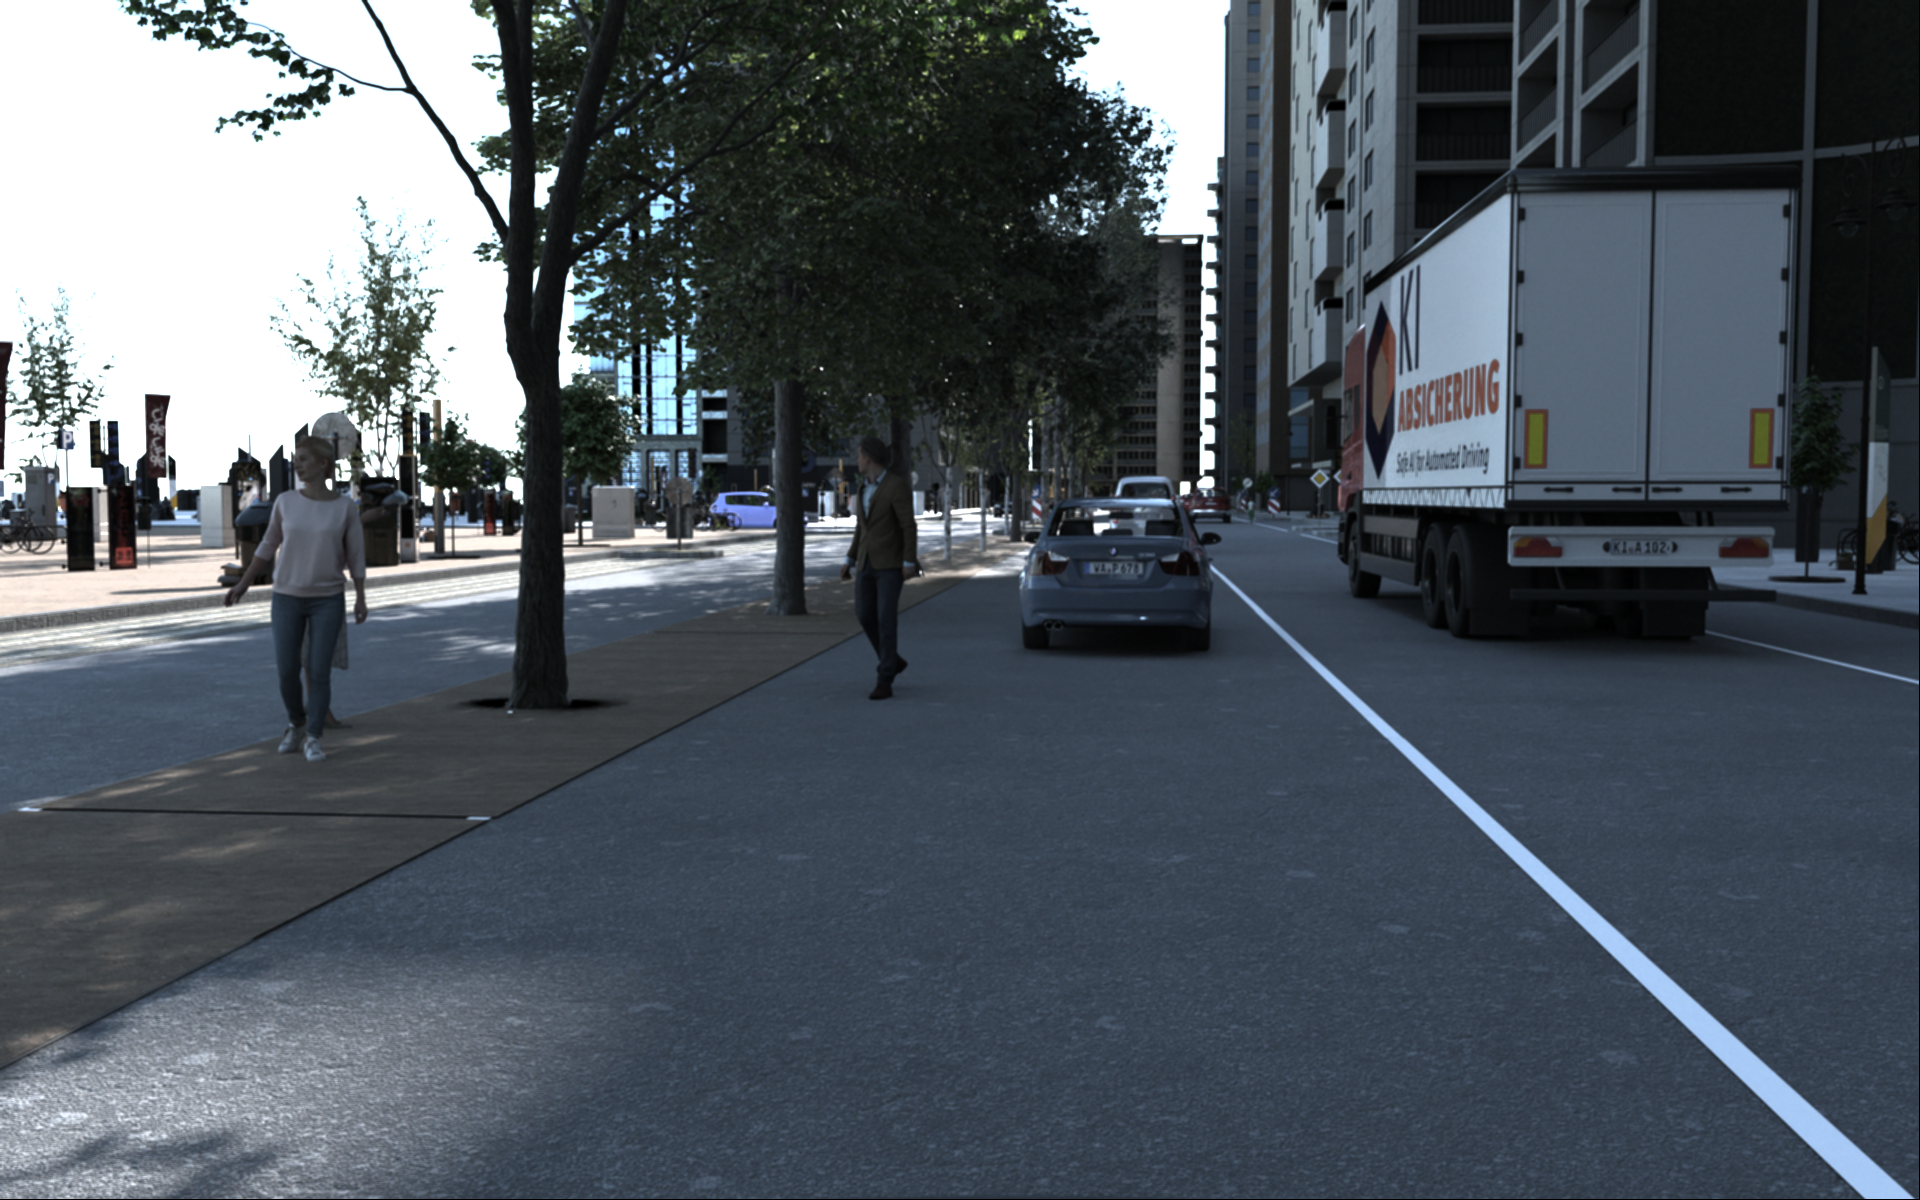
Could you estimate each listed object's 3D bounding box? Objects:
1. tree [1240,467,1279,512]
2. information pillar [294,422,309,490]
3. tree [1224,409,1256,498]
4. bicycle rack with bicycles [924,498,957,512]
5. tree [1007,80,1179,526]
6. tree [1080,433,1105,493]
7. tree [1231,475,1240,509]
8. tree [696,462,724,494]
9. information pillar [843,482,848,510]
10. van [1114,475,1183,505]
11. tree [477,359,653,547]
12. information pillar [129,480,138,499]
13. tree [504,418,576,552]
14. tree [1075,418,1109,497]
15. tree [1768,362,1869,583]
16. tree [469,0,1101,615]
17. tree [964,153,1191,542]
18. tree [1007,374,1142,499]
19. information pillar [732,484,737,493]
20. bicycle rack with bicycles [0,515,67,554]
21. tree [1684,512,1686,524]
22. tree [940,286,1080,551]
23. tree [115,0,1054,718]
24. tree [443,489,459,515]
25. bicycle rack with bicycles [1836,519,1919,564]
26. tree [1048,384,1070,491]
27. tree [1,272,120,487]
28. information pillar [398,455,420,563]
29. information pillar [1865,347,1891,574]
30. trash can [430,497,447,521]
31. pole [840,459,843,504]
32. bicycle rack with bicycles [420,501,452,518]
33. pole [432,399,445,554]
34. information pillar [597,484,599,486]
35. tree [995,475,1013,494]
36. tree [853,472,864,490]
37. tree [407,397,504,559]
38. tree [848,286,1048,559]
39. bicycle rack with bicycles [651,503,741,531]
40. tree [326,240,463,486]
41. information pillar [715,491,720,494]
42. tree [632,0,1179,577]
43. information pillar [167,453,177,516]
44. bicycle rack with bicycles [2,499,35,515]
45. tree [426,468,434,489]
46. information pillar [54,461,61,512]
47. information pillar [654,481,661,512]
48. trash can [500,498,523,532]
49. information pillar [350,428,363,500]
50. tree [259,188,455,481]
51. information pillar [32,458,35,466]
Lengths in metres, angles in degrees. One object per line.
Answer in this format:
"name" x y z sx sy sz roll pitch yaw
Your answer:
"tree" 22.087 -8.136 127.625 1.663 3.219 1.824 0 3 0
"information pillar" -21.225 -3.951 55.949 0.504 3.616 0.183 0 4 3
"tree" 24.469 -12.038 147.186 4.737 8.622 4.395 0 3 0
"bicycle rack with bicycles" -1.584 -7.925 142.958 2.852 0.926 2.925 0 4 -6
"tree" 2.539 -13.242 74.852 12.611 20.169 13.585 0 3 0
"tree" 9.360 -10.958 131.986 4.737 8.622 4.395 0 3 0
"tree" 24.505 -9.558 150.875 1.663 3.219 1.824 0 3 0
"tree" -15.069 -6.639 103.145 1.663 3.219 1.824 0 3 0
"information pillar" -6.823 -6.050 103.404 0.304 2.012 0.304 0 4 -4
"van" 4.534 -2.190 42.822 2.013 2.044 4.112 0 4 4
"tree" -9.228 -3.589 42.398 4.285 4.588 4.351 0 3 0
"information pillar" -41.806 -5.086 87.656 0.304 2.012 0.304 0 4 -3
"tree" -9.223 -2.671 38.267 1.663 3.219 1.824 0 3 0
"tree" 9.229 -10.655 127.023 4.360 8.622 3.978 0 3 0
"tree" 12.606 -1.888 25.469 1.663 3.219 1.824 0 3 0
"tree" -2.096 -6.117 20.591 7.486 12.596 7.792 0 3 0
"tree" 1.682 -8.455 51.070 12.009 13.543 11.850 0 3 0
"tree" 6.126 -9.863 98.137 8.767 10.594 7.601 0 4 6
"information pillar" -16.580 -7.506 127.214 0.304 2.012 0.304 0 3 0
"bicycle rack with bicycles" -20.595 -1.443 36.974 2.852 0.926 2.925 3 4 39
"tree" 13.198 -2.260 31.560 1.663 3.219 1.824 0 3 0
"tree" 0.599 -5.505 42.828 4.737 8.622 4.395 0 3 0
"tree" -2.727 -5.072 11.139 9.928 11.665 9.643 0 3 0
"tree" -27.048 -7.016 98.425 4.285 4.588 4.351 0 3 0
"bicycle rack with bicycles" 17.884 -1.170 32.514 2.925 0.926 2.852 1 4 15
"tree" 1.618 -6.527 59.536 4.360 8.622 3.978 0 3 0
"tree" -30.489 -6.587 58.067 4.737 8.622 4.395 0 3 0
"information pillar" -10.277 -1.701 32.296 0.304 2.012 0.304 0 4 -4
"information pillar" 14.757 -2.231 27.840 0.504 3.616 0.183 -3 4 -36
"trash can" -23.880 -4.143 79.392 0.748 1.137 0.748 0 3 0
"pole" -6.878 -6.517 100.397 0.158 3.312 0.155 0 3 0
"bicycle rack with bicycles" -29.354 -4.939 94.127 2.925 0.926 2.852 3 4 38
"pole" -11.199 -2.650 37.175 0.158 3.312 0.155 0 3 0
"information pillar" -26.290 -8.270 126.576 0.504 3.616 0.183 1 4 23
"tree" 4.203 -10.800 171.174 1.663 3.219 1.824 0 3 0
"tree" -4.517 -5.636 86.748 1.663 3.219 1.824 0 3 0
"tree" -10.180 -2.450 34.654 1.663 3.219 1.824 0 3 0
"tree" -0.256 -5.194 37.737 4.360 8.622 3.978 0 3 0
"bicycle rack with bicycles" -8.949 -2.872 60.341 2.925 0.926 2.852 1 4 17
"tree" -16.689 -6.144 50.813 4.360 8.622 3.978 0 3 0
"information pillar" -19.569 -8.269 139.697 0.304 2.012 0.304 0 4 3
"tree" -1.024 -6.749 29.810 9.611 12.733 9.660 0 3 0
"information pillar" -45.263 -6.616 99.519 0.183 3.616 0.504 3 4 39
"bicycle rack with bicycles" -66.842 -6.671 122.446 2.852 0.926 2.925 -3 4 -38
"tree" -31.308 -7.518 106.627 4.285 4.588 4.351 0 3 0
"information pillar" -64.693 -8.122 124.143 0.504 3.616 0.183 1 4 15
"information pillar" -16.521 -5.510 94.579 0.304 2.012 0.304 -2 4 -35
"trash can" -15.071 -2.848 58.214 0.748 1.137 0.748 0 3 0
"information pillar" -19.509 -3.952 55.976 0.183 3.616 0.504 2 4 26
"tree" -14.103 -5.569 41.421 4.737 8.622 4.395 0 3 0
"information pillar" -57.390 -7.092 107.313 0.183 3.616 0.504 -1 4 -18
